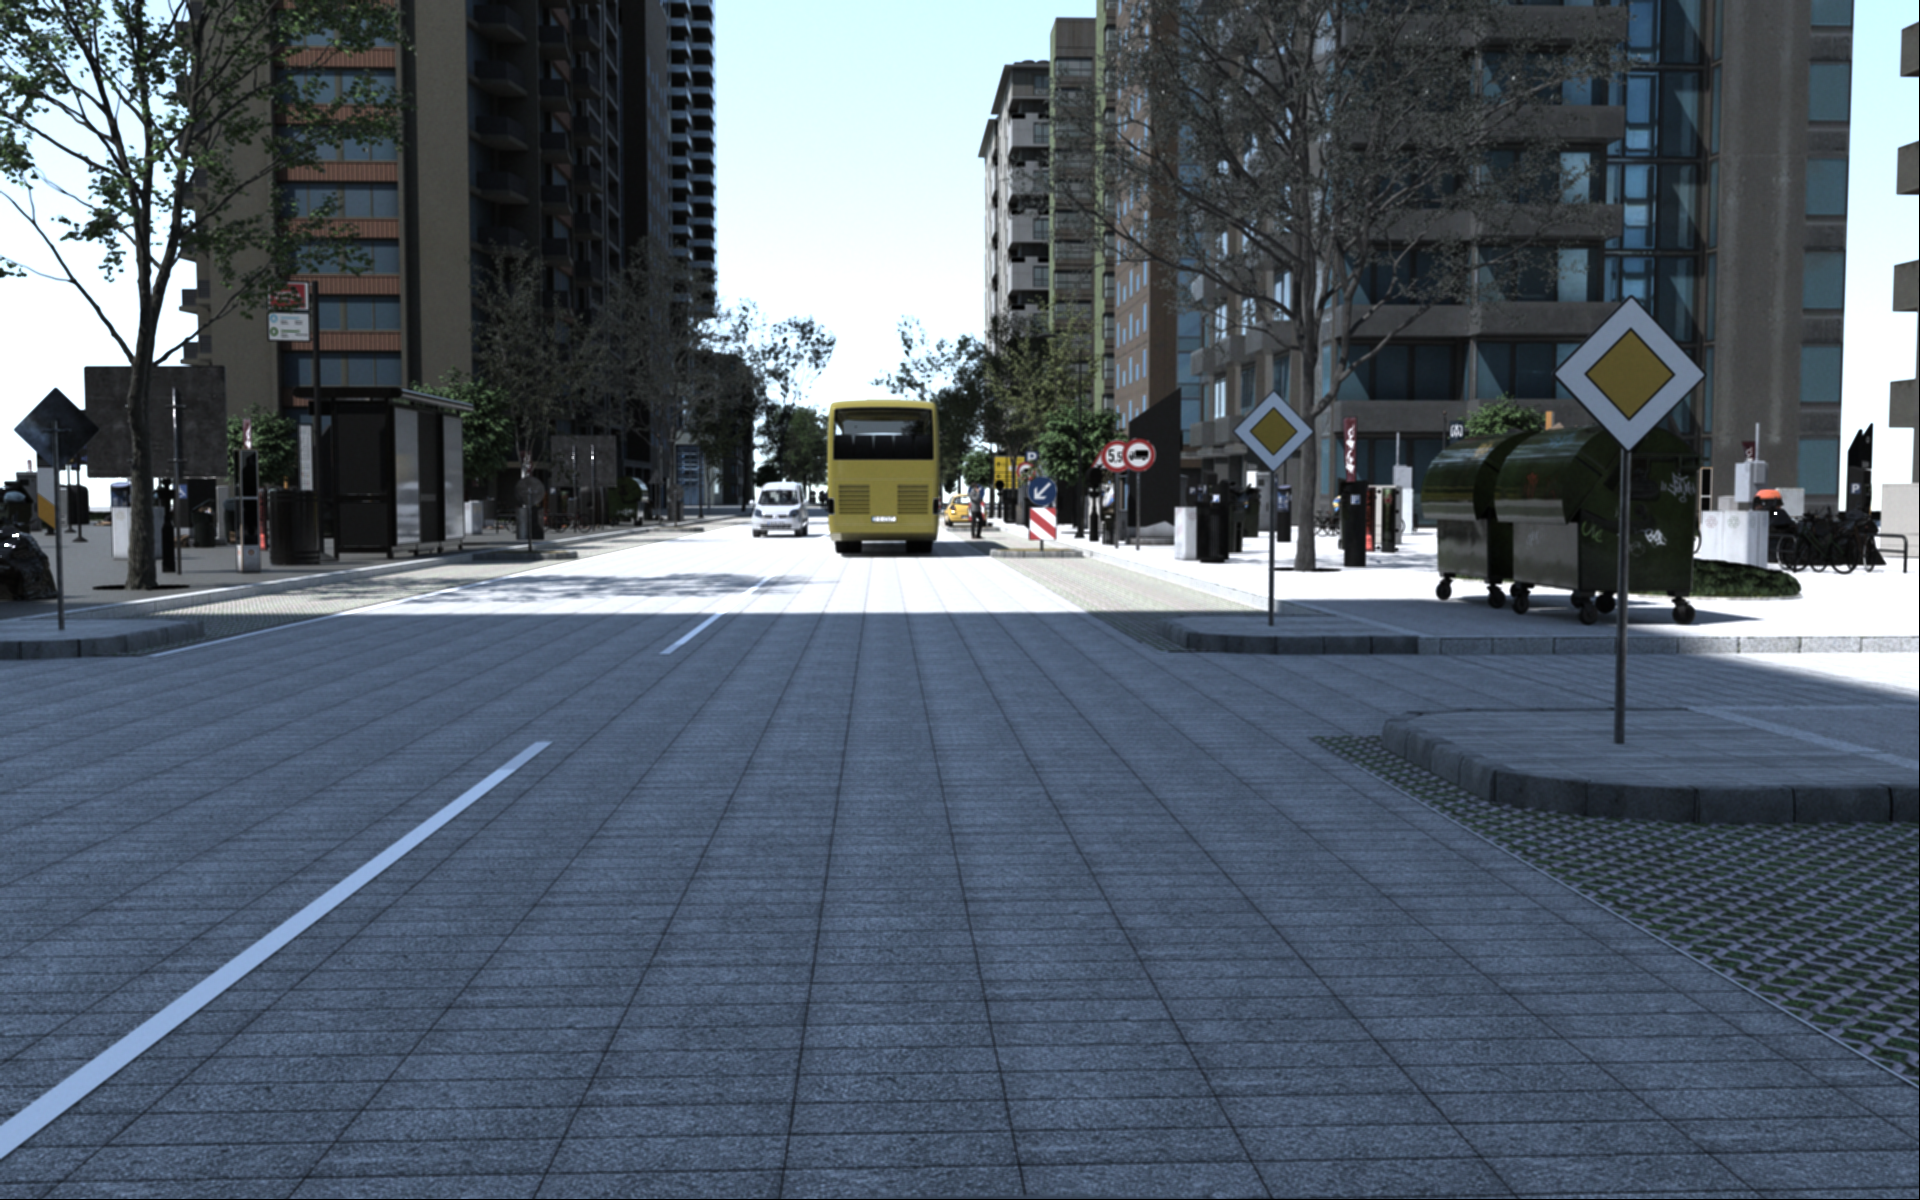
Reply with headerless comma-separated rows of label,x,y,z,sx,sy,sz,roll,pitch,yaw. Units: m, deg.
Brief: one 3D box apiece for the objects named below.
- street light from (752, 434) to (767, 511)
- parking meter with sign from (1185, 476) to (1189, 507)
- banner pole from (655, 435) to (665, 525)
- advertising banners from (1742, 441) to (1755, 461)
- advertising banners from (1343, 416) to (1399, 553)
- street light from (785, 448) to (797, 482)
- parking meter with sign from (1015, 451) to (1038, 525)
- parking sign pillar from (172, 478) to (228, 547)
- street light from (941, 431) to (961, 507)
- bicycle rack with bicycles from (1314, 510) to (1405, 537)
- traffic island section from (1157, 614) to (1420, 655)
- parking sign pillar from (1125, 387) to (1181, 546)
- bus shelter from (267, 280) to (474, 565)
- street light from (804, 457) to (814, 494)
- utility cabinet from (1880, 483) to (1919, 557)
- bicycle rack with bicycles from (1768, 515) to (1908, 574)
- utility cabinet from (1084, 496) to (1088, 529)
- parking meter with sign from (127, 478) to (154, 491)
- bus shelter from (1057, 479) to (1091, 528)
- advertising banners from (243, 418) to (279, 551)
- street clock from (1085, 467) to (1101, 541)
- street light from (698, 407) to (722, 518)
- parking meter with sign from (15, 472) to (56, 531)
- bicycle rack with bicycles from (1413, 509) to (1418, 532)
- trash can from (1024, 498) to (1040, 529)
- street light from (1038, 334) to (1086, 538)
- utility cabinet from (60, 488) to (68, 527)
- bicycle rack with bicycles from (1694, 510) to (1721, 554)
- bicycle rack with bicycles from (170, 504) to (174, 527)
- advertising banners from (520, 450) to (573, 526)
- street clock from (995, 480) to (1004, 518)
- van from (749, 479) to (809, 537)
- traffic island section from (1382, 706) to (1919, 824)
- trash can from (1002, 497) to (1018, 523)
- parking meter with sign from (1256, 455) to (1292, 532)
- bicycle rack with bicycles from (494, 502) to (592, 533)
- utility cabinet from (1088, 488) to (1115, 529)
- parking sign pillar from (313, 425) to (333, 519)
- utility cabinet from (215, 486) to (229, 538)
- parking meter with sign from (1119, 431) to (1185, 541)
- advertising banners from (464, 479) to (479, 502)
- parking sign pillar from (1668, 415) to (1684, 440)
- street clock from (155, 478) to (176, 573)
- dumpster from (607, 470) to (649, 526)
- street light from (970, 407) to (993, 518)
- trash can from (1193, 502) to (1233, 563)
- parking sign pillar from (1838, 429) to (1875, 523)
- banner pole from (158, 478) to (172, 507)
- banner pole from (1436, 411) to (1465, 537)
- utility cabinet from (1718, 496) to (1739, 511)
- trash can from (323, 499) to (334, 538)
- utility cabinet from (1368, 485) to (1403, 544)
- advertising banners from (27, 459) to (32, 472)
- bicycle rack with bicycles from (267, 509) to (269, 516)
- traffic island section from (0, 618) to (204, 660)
street light,-15.358,-9.858,133.715,1.470,5.913,1.316,0,4,-3
parking meter with sign,8.638,-4.386,67.974,0.543,3.016,1.738,3,5,43
banner pole,-12.626,-5.078,73.036,0.401,3.779,0.863,0,4,2
advertising banners,26.898,-3.760,57.666,2.074,3.025,0.090,-1,4,-12
advertising banners,9.094,-2.585,38.454,0.090,3.025,2.074,-1,4,-22
street light,-17.150,-12.434,175.841,1.470,5.913,1.316,0,4,-3
parking meter with sign,2.692,-4.597,71.416,0.543,3.016,1.738,-1,4,-15
parking sign pillar,-18.984,-3.330,42.923,1.447,3.967,1.447,0,4,6
street light,-0.528,-9.467,127.322,1.470,5.913,1.316,0,4,-3
bicycle rack with bicycles,11.621,-2.387,52.405,2.925,0.926,2.852,3,5,39
traffic island section,3.054,0.329,16.908,2.009,0.180,2.903,0,4,-3
parking sign pillar,4.902,-3.381,43.758,1.447,3.967,1.447,0,4,1
bus shelter,-12.024,-3.527,35.303,2.179,5.291,8.768,0,4,-3
street light,-19.001,-14.984,217.527,1.470,5.913,1.316,0,4,-3
utility cabinet,19.105,-1.589,34.654,1.173,1.500,0.318,3,5,40
bicycle rack with bicycles,14.356,-0.946,28.843,2.852,0.926,2.925,0,4,3
utility cabinet,4.558,-3.208,63.617,0.306,1.237,1.020,0,4,4
parking meter with sign,-36.959,-4.980,77.689,0.543,3.016,1.738,2,4,33
bus shelter,4.640,-4.724,68.520,1.731,3.624,6.357,0,4,-3
advertising banners,-15.861,-2.639,39.338,0.090,3.025,2.074,-3,5,-43
street clock,3.640,-2.591,46.937,0.471,2.002,0.358,-2,4,-30
street light,-13.370,-7.355,92.800,1.470,5.913,1.316,0,4,-3
parking meter with sign,-32.045,-3.872,59.574,1.738,3.016,0.543,-1,4,-14
bicycle rack with bicycles,14.449,-2.831,59.666,2.852,0.926,2.925,0,4,7
trash can,2.719,-3.229,64.451,0.748,1.137,0.748,0,3,0
street light,2.944,-4.755,50.280,1.470,5.913,1.316,0,4,-3
utility cabinet,-35.326,-3.583,67.258,1.173,1.500,0.318,-1,4,-21
bicycle rack with bicycles,16.295,-1.523,38.286,2.852,0.926,2.925,1,4,19
bicycle rack with bicycles,-29.072,-3.161,65.071,2.925,0.926,2.852,-3,5,-44
advertising banners,-16.611,-4.484,69.507,2.074,3.025,0.090,-1,4,-22
street clock,2.095,-5.311,91.405,0.471,2.002,0.358,0,4,6
van,-6.090,-3.168,58.800,2.013,2.044,4.112,0,4,-1
traffic island section,3.414,0.816,8.931,2.009,0.180,2.903,0,4,-3
trash can,2.215,-3.939,76.057,0.748,1.137,0.748,0,3,0
parking meter with sign,10.495,-3.848,59.177,0.543,3.016,1.738,-3,4,-36
bicycle rack with bicycles,-13.990,-2.673,57.087,2.925,0.926,2.852,2,4,32
utility cabinet,5.095,-3.266,62.085,0.318,1.500,1.173,-2,4,-35
parking sign pillar,-24.706,-4.786,66.718,1.447,3.967,1.447,1,4,9
utility cabinet,-20.010,-2.336,46.877,0.318,1.500,1.173,-2,4,-29
parking meter with sign,5.198,-3.140,47.603,1.738,3.016,0.543,-1,4,-13
advertising banners,-17.562,-3.982,61.288,0.090,3.025,2.074,1,4,19
parking sign pillar,24.141,-4.302,58.814,1.447,3.967,1.447,0,4,5
street clock,-12.984,-1.456,28.371,0.358,2.002,0.471,-1,4,-19
dumpster,-13.350,-4.088,69.326,1.502,2.255,1.985,0,4,-2
street light,1.082,-7.283,91.614,1.470,5.913,1.316,0,4,-3
trash can,4.728,-1.269,32.404,0.748,1.137,0.748,0,3,0
parking sign pillar,37.526,-5.134,72.420,1.447,3.967,1.447,1,4,9
banner pole,-23.026,-3.674,50.089,0.863,3.779,0.401,2,4,35
banner pole,14.753,-3.794,52.042,0.863,3.779,0.401,3,5,41
utility cabinet,24.748,-2.732,55.834,0.306,1.237,1.020,0,4,3
trash can,-18.422,-2.376,50.505,0.748,1.137,0.748,0,3,0
utility cabinet,10.663,-2.163,44.049,0.318,1.500,1.173,-3,5,-43
advertising banners,-47.491,-5.604,87.818,2.074,3.025,0.090,3,4,39
bicycle rack with bicycles,-29.247,-3.880,76.816,2.852,0.926,2.925,2,4,32
traffic island section,-8.525,0.360,16.393,2.009,0.180,2.903,0,4,-3
